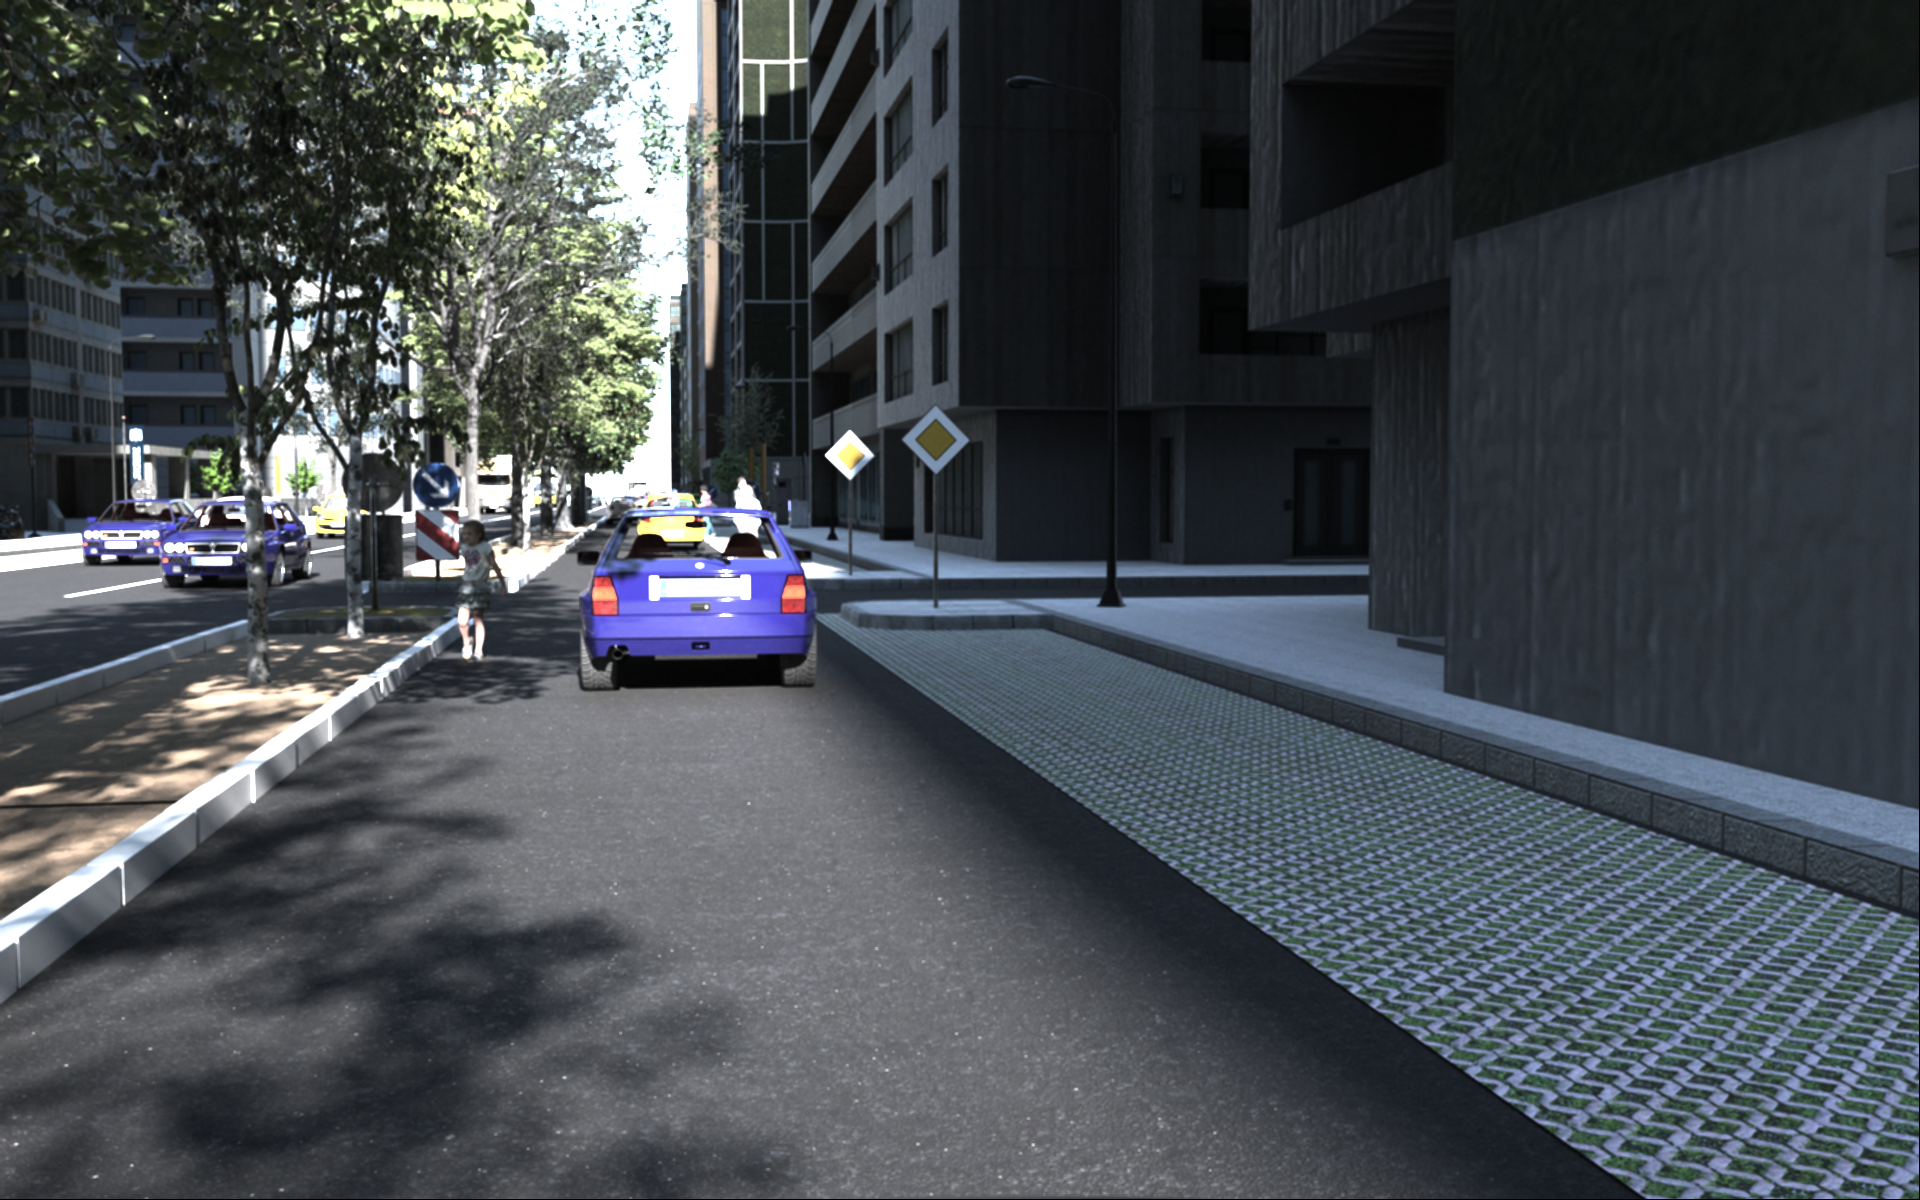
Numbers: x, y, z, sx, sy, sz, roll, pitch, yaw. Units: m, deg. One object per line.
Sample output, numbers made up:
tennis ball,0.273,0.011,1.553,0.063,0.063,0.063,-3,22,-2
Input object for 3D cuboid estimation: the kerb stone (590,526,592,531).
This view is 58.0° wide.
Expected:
kerb stone,-13.650,-2.520,63.490,0.120,0.150,1.000,-1,4,-10

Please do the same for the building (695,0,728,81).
building,-14.271,-30.072,141.791,14.600,45.320,14.200,-1,4,-10

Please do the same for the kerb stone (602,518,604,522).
kerb stone,-17.393,-3.757,83.629,0.120,0.150,1.000,-1,4,-10

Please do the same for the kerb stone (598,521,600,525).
kerb stone,-15.908,-3.263,75.579,0.120,0.150,1.000,-1,4,-10

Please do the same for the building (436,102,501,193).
building,-66.723,-36.266,216.647,21.300,48.544,21.600,-1,4,-10

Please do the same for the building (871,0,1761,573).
building,5.972,-16.175,36.163,14.107,30.474,14.160,-1,4,-10

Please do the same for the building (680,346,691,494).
building,-20.899,-22.829,218.293,27.650,21.520,28.899,-1,4,-10

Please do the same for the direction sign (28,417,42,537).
direction sign,-27.440,-3.624,51.254,0.379,3.537,0.876,-1,4,-20

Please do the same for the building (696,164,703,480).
building,-13.472,-31.143,163.816,22.147,44.769,28.867,-1,4,-10

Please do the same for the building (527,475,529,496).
building,-66.817,-28.459,237.006,14.160,30.474,14.107,-1,4,-10

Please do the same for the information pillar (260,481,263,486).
information pillar,-38.475,-5.540,95.078,0.304,2.012,0.304,1,4,9

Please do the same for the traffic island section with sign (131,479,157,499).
traffic island section with sign,-21.926,-2.308,46.367,1.989,1.847,2.006,-1,4,-10

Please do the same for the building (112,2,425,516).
building,-46.757,-34.672,108.888,21.231,58.520,28.212,-1,4,-10

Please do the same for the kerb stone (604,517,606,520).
kerb stone,-18.141,-4.004,87.663,0.120,0.150,1.000,-1,4,-10

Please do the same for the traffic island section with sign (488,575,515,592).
traffic island section with sign,-7.756,-1.089,25.941,2.006,1.907,1.989,-1,4,-10

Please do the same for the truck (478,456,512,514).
truck,-34.235,-8.536,128.480,2.839,4.237,11.283,-1,4,-11

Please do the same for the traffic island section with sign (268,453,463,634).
traffic island section with sign,-6.412,-0.643,18.656,2.006,1.907,1.989,-1,4,-10

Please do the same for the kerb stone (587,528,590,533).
kerb stone,-13.084,-2.341,60.463,0.120,0.150,1.000,-1,4,-10

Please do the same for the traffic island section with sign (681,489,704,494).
traffic island section with sign,-11.150,-4.143,76.364,1.989,1.847,2.006,-1,4,-10

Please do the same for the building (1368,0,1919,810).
building,9.644,-14.795,13.598,14.160,30.474,14.107,-1,4,-10

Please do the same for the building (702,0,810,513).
building,-8.029,-41.936,123.905,20.563,71.187,20.611,-1,4,-10

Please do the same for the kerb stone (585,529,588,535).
kerb stone,-12.711,-2.216,58.431,0.120,0.150,1.000,-1,4,-10

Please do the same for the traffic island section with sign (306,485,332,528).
traffic island section with sign,-26.897,-3.947,73.155,1.989,1.847,2.006,-1,4,-10

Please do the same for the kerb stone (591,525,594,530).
kerb stone,-14.023,-2.647,65.500,0.120,0.150,1.000,-1,4,-10

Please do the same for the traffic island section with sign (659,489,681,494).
traffic island section with sign,-25.256,-8.783,152.224,1.989,1.847,2.006,-1,4,-10

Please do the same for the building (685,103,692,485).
building,-23.600,-33.338,195.190,14.600,45.320,14.200,-1,4,-10

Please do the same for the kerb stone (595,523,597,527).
kerb stone,-14.959,-2.957,70.538,0.120,0.150,1.000,-1,4,-10

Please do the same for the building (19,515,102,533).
building,-45.346,-22.656,62.309,32.217,40.220,23.993,-1,4,-10

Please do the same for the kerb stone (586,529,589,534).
kerb stone,-12.902,-2.278,59.450,0.120,0.150,1.000,-1,4,-10

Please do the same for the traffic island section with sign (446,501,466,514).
traffic island section with sign,-36.131,-6.983,122.805,1.989,1.847,2.006,-1,4,-10

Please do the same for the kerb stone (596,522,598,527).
kerb stone,-15.331,-3.080,72.559,0.120,0.150,1.000,-1,4,-10

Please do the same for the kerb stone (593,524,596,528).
kerb stone,-14.590,-2.833,68.517,0.120,0.150,1.000,-1,4,-10

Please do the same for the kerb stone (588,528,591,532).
kerb stone,-13.280,-2.395,61.473,0.120,0.150,1.000,-1,4,-10

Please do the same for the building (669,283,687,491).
building,-35.095,-29.348,251.541,14.160,30.474,14.107,-1,4,-10

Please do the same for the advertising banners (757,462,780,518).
advertising banners,-10.491,-5.966,93.725,0.090,3.025,2.074,3,5,43

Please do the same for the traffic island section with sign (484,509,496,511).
traffic island section with sign,-41.063,-8.604,149.307,1.989,1.847,2.006,-1,4,-10

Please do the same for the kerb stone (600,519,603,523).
kerb stone,-16.827,-3.573,80.607,0.120,0.150,1.000,-1,4,-10

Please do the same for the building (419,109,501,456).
building,-62.741,-32.860,191.883,22.147,44.769,28.867,-1,4,-10

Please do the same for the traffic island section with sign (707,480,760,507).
traffic island section with sign,-6.227,-2.522,49.860,1.989,1.847,2.006,-1,4,-10

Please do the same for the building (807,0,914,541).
building,6.468,-26.586,58.383,21.300,48.544,21.600,-1,4,-10

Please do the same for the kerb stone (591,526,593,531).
kerb stone,-13.832,-2.587,64.496,0.120,0.150,1.000,-1,4,-10

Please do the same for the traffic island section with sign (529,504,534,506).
traffic island section with sign,-56.018,-13.527,229.787,1.989,1.847,2.006,-1,4,-10

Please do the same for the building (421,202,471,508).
building,-51.548,-23.458,155.236,14.160,30.474,14.107,-1,4,-10

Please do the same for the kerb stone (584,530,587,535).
kerb stone,-12.524,-2.154,57.426,0.120,0.150,1.000,-1,4,-10

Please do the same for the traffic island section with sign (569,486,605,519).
traffic island section with sign,-21.496,-5.607,99.817,2.006,1.907,1.989,-1,4,-10

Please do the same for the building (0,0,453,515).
building,-56.949,-27.044,134.058,32.217,40.220,23.993,-1,4,-10
